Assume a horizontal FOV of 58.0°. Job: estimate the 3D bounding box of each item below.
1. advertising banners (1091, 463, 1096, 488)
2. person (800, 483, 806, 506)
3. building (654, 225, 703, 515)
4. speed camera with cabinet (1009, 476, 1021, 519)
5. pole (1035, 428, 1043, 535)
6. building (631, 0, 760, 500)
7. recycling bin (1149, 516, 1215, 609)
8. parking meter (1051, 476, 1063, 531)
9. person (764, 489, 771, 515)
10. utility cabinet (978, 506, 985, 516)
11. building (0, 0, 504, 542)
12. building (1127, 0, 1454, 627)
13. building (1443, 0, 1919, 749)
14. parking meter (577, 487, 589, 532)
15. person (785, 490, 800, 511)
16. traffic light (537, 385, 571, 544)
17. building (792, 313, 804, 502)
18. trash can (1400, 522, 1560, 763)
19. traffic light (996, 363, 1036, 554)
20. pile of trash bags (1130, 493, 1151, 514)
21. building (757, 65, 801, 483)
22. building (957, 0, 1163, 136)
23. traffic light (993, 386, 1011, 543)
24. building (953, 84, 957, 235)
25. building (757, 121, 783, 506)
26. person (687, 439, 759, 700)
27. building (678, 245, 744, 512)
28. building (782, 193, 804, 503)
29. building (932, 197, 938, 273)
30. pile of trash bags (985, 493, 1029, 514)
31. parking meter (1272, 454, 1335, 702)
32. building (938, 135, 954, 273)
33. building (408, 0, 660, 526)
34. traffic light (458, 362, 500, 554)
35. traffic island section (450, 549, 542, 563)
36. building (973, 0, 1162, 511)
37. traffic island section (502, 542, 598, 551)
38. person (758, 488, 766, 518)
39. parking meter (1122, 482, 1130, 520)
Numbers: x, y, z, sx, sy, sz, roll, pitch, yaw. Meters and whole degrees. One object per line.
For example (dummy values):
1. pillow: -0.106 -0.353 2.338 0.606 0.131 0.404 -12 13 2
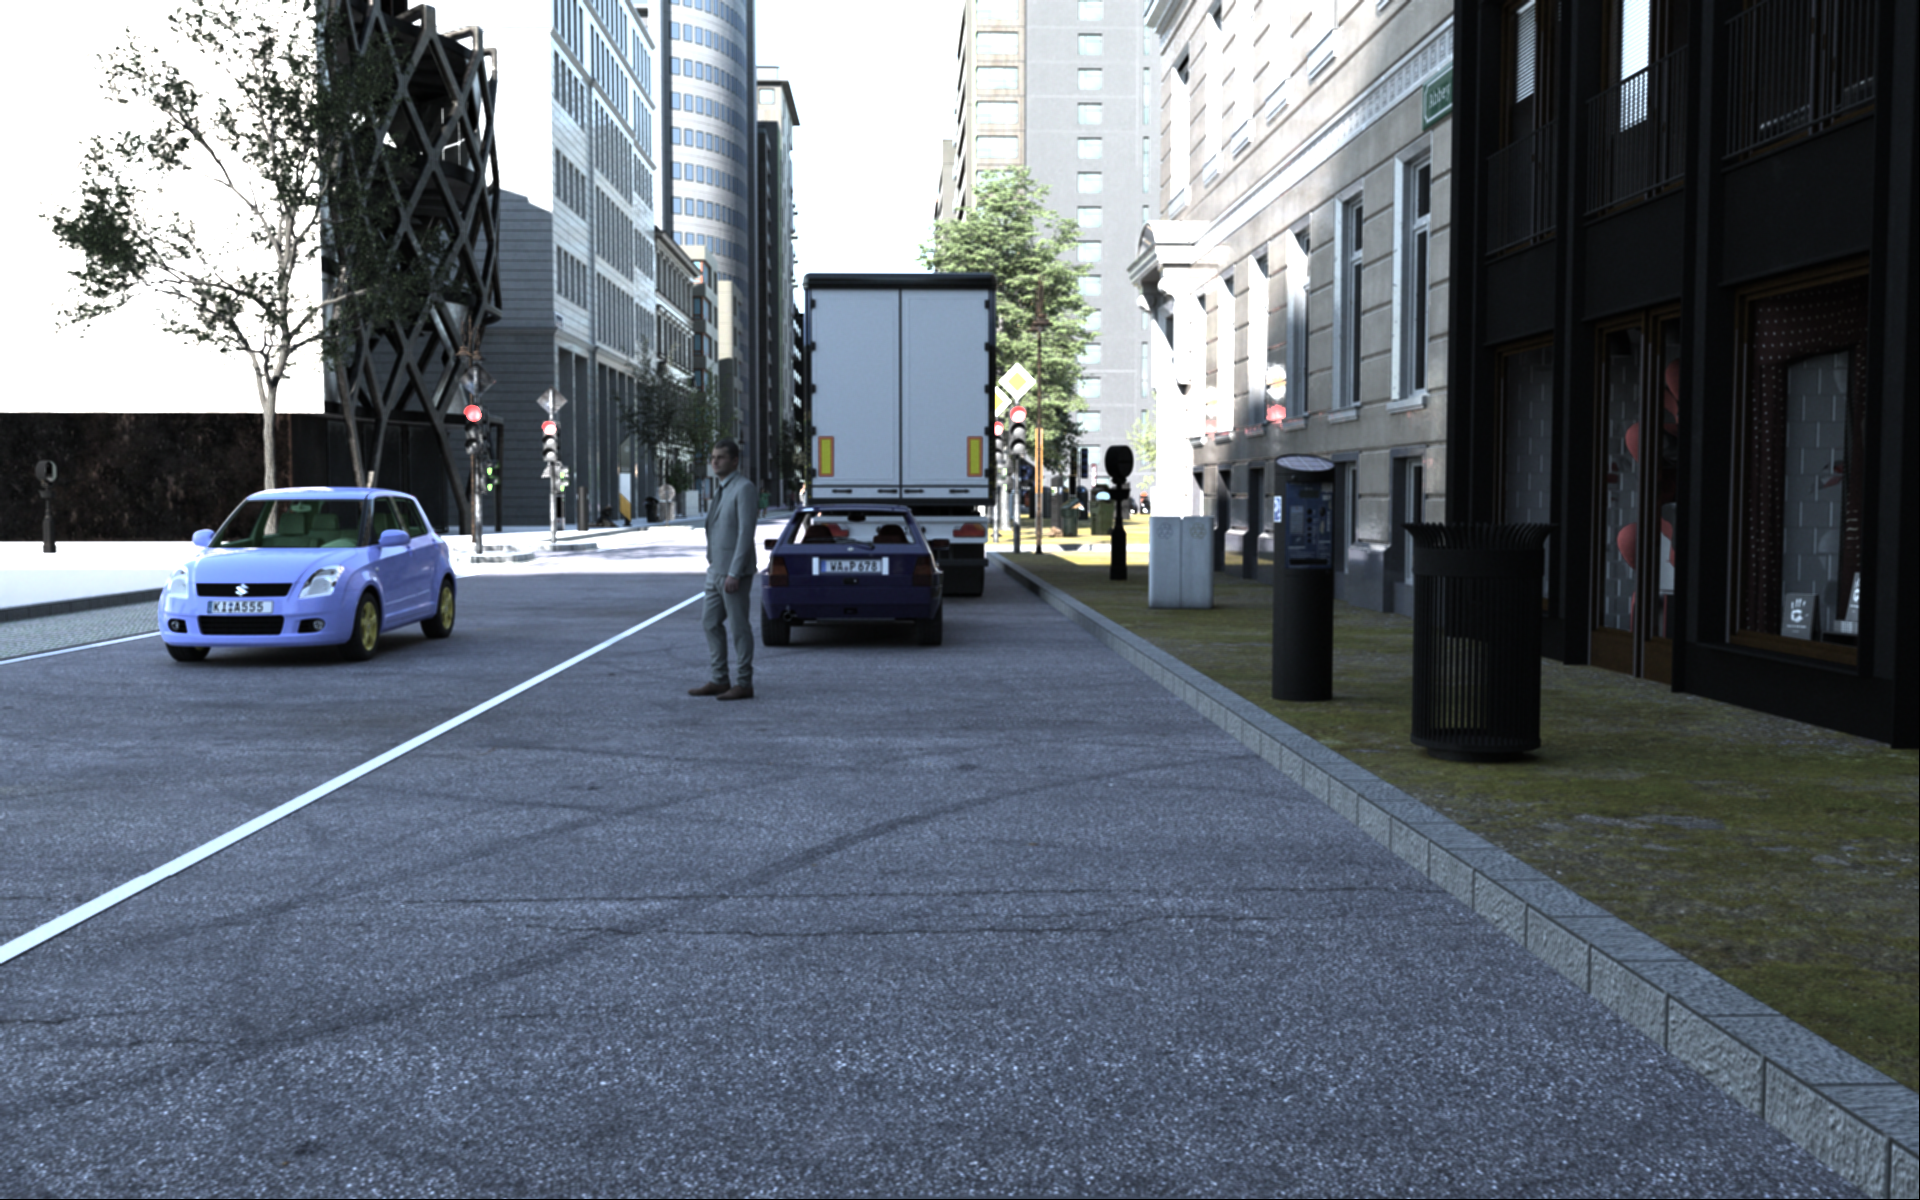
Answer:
1. advertising banners: 8.042 -6.262 98.578 0.090 3.025 2.074 3 5 39
2. person: -4.717 -2.732 53.349 0.473 1.802 0.592 0 4 -1
3. building: -22.415 -14.916 108.501 10.561 19.102 19.286 0 4 -2
4. speed camera with cabinet: 2.641 -5.822 89.532 0.660 3.252 2.038 1 4 15
5. pole: 2.455 -3.667 53.798 0.158 3.312 0.155 0 3 0
6. building: -30.624 -37.954 162.550 21.231 58.520 28.212 0 4 -2
7. recycling bin: 2.511 -0.433 19.626 0.722 1.027 0.722 0 4 8
8. parking meter: 3.067 -3.004 54.833 0.255 1.863 0.399 2 4 34
9. person: -13.320 -6.722 118.650 0.600 1.795 0.529 2 4 25
10. utility cabinet: 0.842 -5.551 99.443 1.173 1.500 0.318 -2 4 -31
11. building: -23.333 -11.412 54.036 16.820 18.784 16.811 0 4 -2
12. building: 10.525 -14.630 25.101 13.634 28.700 20.117 0 4 -2
13. building: 10.810 -10.865 7.321 12.332 23.373 15.834 0 4 -2
14. parking meter: -12.927 -3.116 59.350 0.372 1.533 0.369 0 3 0
15. person: -13.763 -8.138 142.281 1.217 1.743 0.721 0 4 -4
16. traffic light: -10.534 -3.419 44.824 0.839 4.253 0.868 0 4 -2
17. building: -30.026 -30.547 271.150 14.160 30.474 14.107 0 4 -2
18. trash can: 2.524 0.195 8.458 0.748 1.137 0.748 0 3 0
19. traffic light: 1.209 -2.957 37.274 0.839 4.253 0.868 0 4 -2
20. pile of trash bags: 11.535 -6.188 110.918 1.912 1.369 3.447 1 4 15
21. building: -34.898 -38.438 217.707 28.713 52.752 27.495 0 4 -2
22. building: 10.712 -32.382 153.150 21.300 48.544 21.600 0 4 -2
23. traffic light: 0.920 -3.445 45.254 0.839 4.253 0.868 0 4 -2
24. building: 10.682 -34.222 179.130 23.786 49.044 30.456 0 4 -2
25. building: -26.448 -30.627 184.352 14.154 41.232 14.086 0 4 -2
26. person: -1.610 -0.217 12.146 0.391 1.810 0.635 -2 4 -35
27. building: -32.011 -17.699 134.423 27.650 21.520 28.899 0 4 -2
28. building: -34.456 -38.444 248.168 23.786 49.044 30.456 0 4 -2
29. building: 7.156 -36.454 250.650 22.147 44.769 28.867 0 4 -2
30. pile of trash bags: 3.201 -6.387 114.176 3.447 1.369 1.912 1 4 23
31. parking meter: 2.150 -0.149 10.839 0.372 1.533 0.369 0 3 0
32. building: 8.036 -36.796 225.311 21.300 48.544 21.600 0 4 -2
33. building: -22.160 -18.708 83.376 11.434 29.767 29.804 0 4 -2
34. traffic light: -10.244 -2.931 36.844 0.839 4.253 0.868 0 4 -2
35. traffic island section: -10.285 -0.899 36.977 2.009 0.180 2.903 0 4 -2
36. building: 7.934 -27.637 135.452 14.154 41.232 14.086 0 4 -2
37. traffic island section: -10.574 -1.387 44.957 2.009 0.180 2.903 0 4 -2
38. person: -11.805 -5.774 103.151 0.529 1.795 0.600 1 4 14
39. parking meter: 8.204 -4.904 85.893 0.399 1.863 0.255 2 4 24
